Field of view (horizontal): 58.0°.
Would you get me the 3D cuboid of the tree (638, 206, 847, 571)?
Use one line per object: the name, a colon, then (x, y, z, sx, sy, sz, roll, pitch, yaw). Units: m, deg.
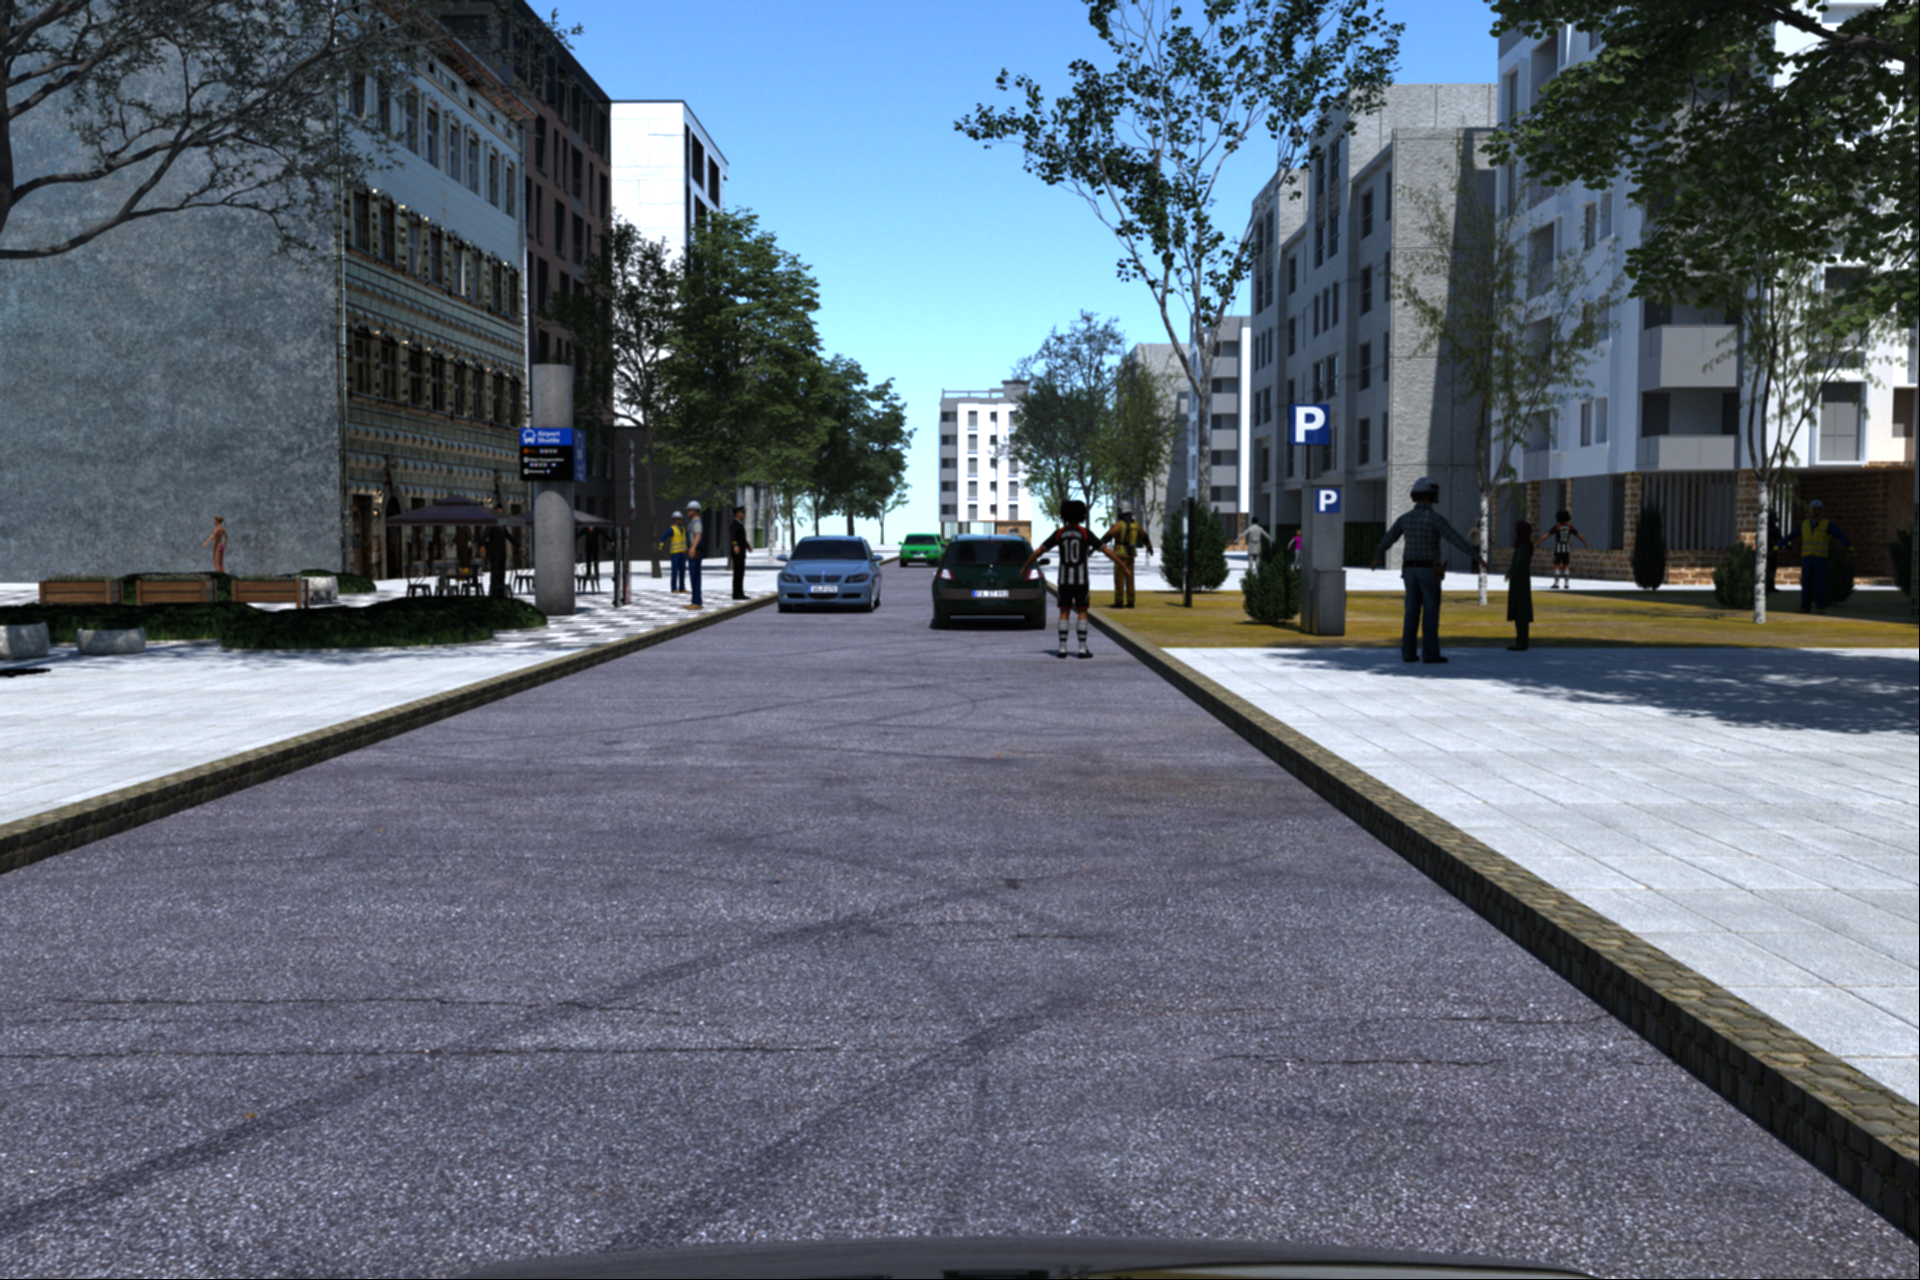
tree: (-7.614, -8.710, 60.529, 7.486, 12.596, 7.792, 0, 3, 0)

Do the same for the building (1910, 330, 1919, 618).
building: (23.067, -8.808, 10.475, 16.747, 18.905, 31.486, 0, 3, 0)

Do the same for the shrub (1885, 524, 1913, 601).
shrub: (17.948, -1.695, 31.755, 1.661, 2.075, 1.752, 0, 3, 0)

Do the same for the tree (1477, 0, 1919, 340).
tree: (7.352, -5.731, 11.835, 7.486, 12.596, 7.792, 0, 3, 0)

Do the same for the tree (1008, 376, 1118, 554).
tree: (6.749, -11.456, 113.057, 9.928, 11.665, 9.643, 0, 3, 0)

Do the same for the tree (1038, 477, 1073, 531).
tree: (11.659, -15.910, 210.488, 4.737, 8.622, 4.395, 0, 3, 0)

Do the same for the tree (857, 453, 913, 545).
tree: (-9.694, -17.527, 212.313, 9.928, 11.665, 9.643, 0, 3, 0)

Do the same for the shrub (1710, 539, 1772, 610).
shrub: (13.255, -1.119, 29.411, 1.383, 1.207, 1.383, 0, 3, 0)

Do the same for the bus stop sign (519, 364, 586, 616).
bus stop sign: (-6.373, -2.334, 27.169, 0.837, 3.901, 0.837, 0, 4, 1)

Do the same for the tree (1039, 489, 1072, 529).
tree: (11.997, -16.288, 216.677, 4.737, 8.622, 4.395, 0, 3, 0)

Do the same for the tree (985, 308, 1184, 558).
tree: (6.966, -11.197, 93.442, 12.009, 13.543, 11.850, 0, 3, 0)

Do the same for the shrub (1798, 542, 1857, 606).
shrub: (15.480, -1.210, 30.905, 1.383, 1.207, 1.383, 0, 3, 0)

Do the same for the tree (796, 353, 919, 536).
tree: (-7.646, -13.120, 121.170, 9.857, 13.997, 8.962, 0, 3, 0)

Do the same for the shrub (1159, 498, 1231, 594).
shrub: (5.079, -2.042, 37.426, 1.661, 2.075, 1.752, 0, 3, 0)

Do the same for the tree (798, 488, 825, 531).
tree: (-17.220, -15.890, 210.165, 4.360, 8.622, 3.978, 0, 3, 0)

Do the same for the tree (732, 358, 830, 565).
tree: (-8.068, -7.466, 72.425, 4.360, 8.622, 3.978, 0, 3, 0)

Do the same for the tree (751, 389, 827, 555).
tree: (-8.386, -8.022, 81.517, 4.360, 8.622, 3.978, 0, 3, 0)

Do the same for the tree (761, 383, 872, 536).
tree: (-8.839, -10.356, 103.729, 7.601, 10.594, 8.767, -3, 5, -43)

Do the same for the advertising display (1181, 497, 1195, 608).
advertising display: (4.013, -1.548, 30.523, 0.123, 1.923, 0.974, 0, 4, 1)

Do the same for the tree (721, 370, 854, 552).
tree: (-8.929, -9.491, 89.585, 7.601, 10.594, 8.767, 0, 4, 0)

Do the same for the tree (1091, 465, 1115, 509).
tree: (20.148, -17.785, 216.536, 9.928, 11.665, 9.643, 0, 3, 0)

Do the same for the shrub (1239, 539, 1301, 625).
shrub: (4.429, -0.820, 24.520, 1.383, 1.207, 1.383, 0, 3, 0)

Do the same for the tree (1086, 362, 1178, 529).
tree: (7.414, -7.597, 74.570, 4.737, 8.622, 4.395, 0, 3, 0)

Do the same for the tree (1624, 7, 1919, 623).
tree: (11.305, -4.552, 24.795, 4.360, 8.622, 3.978, 0, 3, 0)

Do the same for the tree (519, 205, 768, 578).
tree: (-9.161, -7.073, 50.052, 7.601, 10.594, 8.767, -1, 4, -11)

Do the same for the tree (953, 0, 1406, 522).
tree: (5.986, -12.030, 52.575, 12.611, 20.169, 13.585, 0, 3, 0)

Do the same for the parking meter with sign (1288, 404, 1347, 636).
parking meter with sign: (4.679, -1.604, 22.480, 0.543, 3.016, 1.738, 0, 3, 0)

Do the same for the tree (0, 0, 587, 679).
tree: (-9.001, -6.411, 15.198, 12.009, 13.543, 11.850, 0, 3, 0)

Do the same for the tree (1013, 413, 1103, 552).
tree: (7.477, -12.084, 123.326, 9.928, 11.665, 9.643, 0, 3, 0)

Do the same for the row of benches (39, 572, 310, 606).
row of benches: (-12.658, -0.755, 27.800, 4.104, 0.672, 1.422, -1, 4, -9)

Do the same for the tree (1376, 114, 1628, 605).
tree: (9.282, -4.950, 31.292, 4.360, 8.622, 3.978, 0, 3, 0)

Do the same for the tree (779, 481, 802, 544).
tree: (-21.316, -16.167, 214.697, 4.737, 8.622, 4.395, 0, 3, 0)

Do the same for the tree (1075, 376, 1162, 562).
tree: (6.947, -7.947, 80.300, 4.360, 8.622, 3.978, 0, 3, 0)

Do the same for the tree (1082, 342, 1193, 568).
tree: (7.338, -7.067, 65.910, 4.360, 8.622, 3.978, 0, 3, 0)
